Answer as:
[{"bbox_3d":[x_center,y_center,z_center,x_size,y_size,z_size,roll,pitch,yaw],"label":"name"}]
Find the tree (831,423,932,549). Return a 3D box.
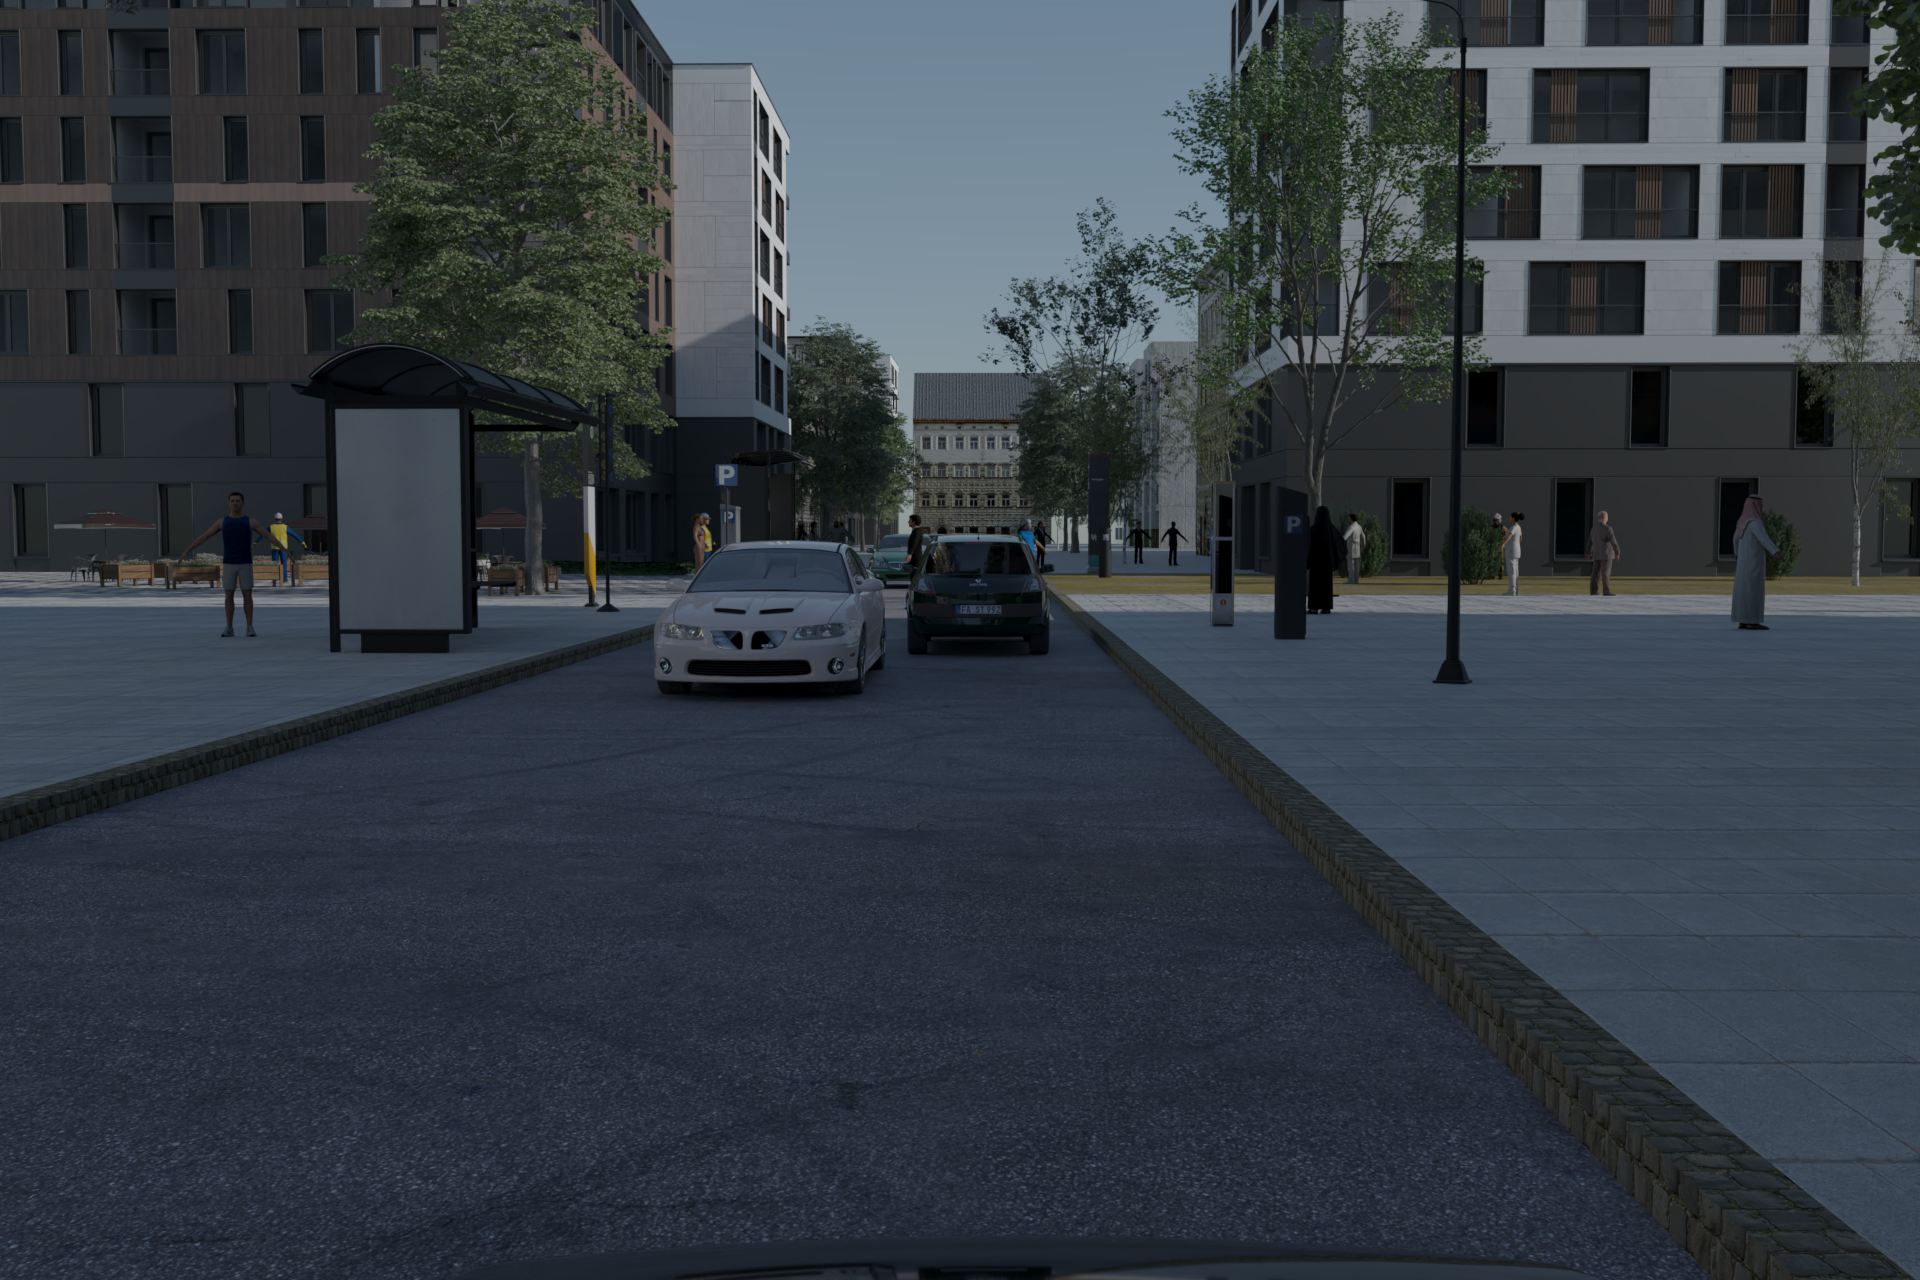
[{"bbox_3d":[-6.464,-12.278,135.152,8.767,10.594,7.601,0,4,-3],"label":"tree"}]

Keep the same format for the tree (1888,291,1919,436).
[{"bbox_3d":[27.620,-5.958,47.769,4.737,8.622,4.395,0,3,0],"label":"tree"}]

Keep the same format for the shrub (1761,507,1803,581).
[{"bbox_3d":[22.373,-2.660,47.914,1.690,2.028,1.600,0,3,0],"label":"shrub"}]

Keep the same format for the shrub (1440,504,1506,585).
[{"bbox_3d":[13.041,-2.452,44.130,1.661,2.075,1.752,0,3,0],"label":"shrub"}]

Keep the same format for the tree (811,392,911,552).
[{"bbox_3d":[-7.157,-12.152,124.438,9.928,11.665,9.643,0,3,0],"label":"tree"}]

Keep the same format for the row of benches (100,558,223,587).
[{"bbox_3d":[-19.860,-1.739,43.894,1.422,0.672,4.104,1,4,22],"label":"row of benches"}]

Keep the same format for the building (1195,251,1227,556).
[{"bbox_3d":[23.472,-16.170,95.300,19.493,23.208,18.063,0,4,1],"label":"building"}]

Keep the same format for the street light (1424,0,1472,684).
[{"bbox_3d":[4.794,-2.582,14.763,1.470,5.913,1.316,0,4,1],"label":"street light"}]

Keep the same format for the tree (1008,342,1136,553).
[{"bbox_3d":[7.844,-12.839,116.575,9.857,13.997,8.962,0,3,0],"label":"tree"}]

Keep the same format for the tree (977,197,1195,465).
[{"bbox_3d":[7.252,-14.948,100.295,12.611,20.169,13.585,0,3,0],"label":"tree"}]

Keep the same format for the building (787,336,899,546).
[{"bbox_3d":[-21.854,-21.476,195.112,27.936,21.610,32.646,0,4,2],"label":"building"}]

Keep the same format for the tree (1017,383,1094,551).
[{"bbox_3d":[7.956,-12.943,129.752,7.486,12.596,7.792,0,3,0],"label":"tree"}]

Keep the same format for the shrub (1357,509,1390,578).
[{"bbox_3d":[11.877,-2.851,51.028,1.690,2.028,1.600,0,3,0],"label":"shrub"}]

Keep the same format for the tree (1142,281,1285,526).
[{"bbox_3d":[7.768,-6.073,49.662,4.360,8.622,3.978,0,3,0],"label":"tree"}]

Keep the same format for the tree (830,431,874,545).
[{"bbox_3d":[-7.544,-10.156,116.420,4.737,8.622,4.395,0,3,0],"label":"tree"}]

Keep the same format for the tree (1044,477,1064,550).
[{"bbox_3d":[7.889,-11.810,143.455,4.360,8.622,3.978,0,3,0],"label":"tree"}]

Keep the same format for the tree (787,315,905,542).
[{"bbox_3d":[-7.926,-11.988,102.665,9.857,13.997,8.962,0,3,0],"label":"tree"}]

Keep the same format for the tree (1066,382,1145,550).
[{"bbox_3d":[7.190,-8.130,83.290,4.737,8.622,4.395,0,3,0],"label":"tree"}]

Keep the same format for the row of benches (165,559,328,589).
[{"bbox_3d":[-16.801,-1.597,41.576,4.104,0.672,1.422,-3,4,-38],"label":"row of benches"}]

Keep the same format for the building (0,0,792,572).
[{"bbox_3d":[-22.984,-14.046,73.628,27.936,21.610,32.646,0,4,1],"label":"building"}]

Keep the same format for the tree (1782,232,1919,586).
[{"bbox_3d":[22.010,-5.650,42.734,4.360,8.622,3.978,0,3,0],"label":"tree"}]

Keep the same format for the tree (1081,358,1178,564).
[{"bbox_3d":[6.779,-7.538,73.608,4.360,8.622,3.978,0,3,0],"label":"tree"}]

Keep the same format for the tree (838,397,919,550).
[{"bbox_3d":[-7.046,-13.801,143.777,7.486,12.596,7.792,0,3,0],"label":"tree"}]

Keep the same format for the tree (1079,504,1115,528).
[{"bbox_3d":[18.879,-19.234,232.597,7.486,12.596,7.792,0,3,0],"label":"tree"}]

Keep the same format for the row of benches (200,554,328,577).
[{"bbox_3d":[-20.534,-2.202,51.460,4.104,0.672,1.422,-3,5,-43],"label":"row of benches"}]

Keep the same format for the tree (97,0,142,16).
[{"bbox_3d":[-8.946,-6.108,10.239,12.009,13.543,11.850,0,3,0],"label":"tree"}]

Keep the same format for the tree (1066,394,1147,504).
[{"bbox_3d":[7.052,-8.499,89.313,4.360,8.622,3.978,0,3,0],"label":"tree"}]

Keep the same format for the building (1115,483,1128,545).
[{"bbox_3d":[24.258,-16.370,209.794,9.099,9.664,28.070,0,4,1],"label":"building"}]

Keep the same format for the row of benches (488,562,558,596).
[{"bbox_3d":[-9.503,-1.362,37.724,1.422,0.672,4.104,0,4,-1],"label":"row of benches"}]

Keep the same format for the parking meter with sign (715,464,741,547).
[{"bbox_3d":[-5.819,-2.926,44.106,0.543,3.016,1.738,0,3,0],"label":"parking meter with sign"}]

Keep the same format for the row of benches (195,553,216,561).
[{"bbox_3d":[-23.985,-2.426,55.127,1.422,0.672,4.104,-2,4,-24],"label":"row of benches"}]

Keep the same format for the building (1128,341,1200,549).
[{"bbox_3d":[26.057,-18.409,167.437,16.747,18.905,31.486,0,4,1],"label":"building"}]

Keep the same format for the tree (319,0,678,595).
[{"bbox_3d":[-9.267,-7.198,35.814,7.486,12.596,7.792,0,3,0],"label":"tree"}]

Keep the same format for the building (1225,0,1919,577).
[{"bbox_3d":[24.114,-13.686,67.741,27.936,21.610,32.646,0,4,1],"label":"building"}]

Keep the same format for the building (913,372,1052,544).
[{"bbox_3d":[2.861,-24.522,234.314,18.063,23.208,19.493,0,4,0],"label":"building"}]

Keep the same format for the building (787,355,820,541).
[{"bbox_3d":[-23.480,-20.304,162.892,19.493,23.208,18.063,0,4,1],"label":"building"}]
